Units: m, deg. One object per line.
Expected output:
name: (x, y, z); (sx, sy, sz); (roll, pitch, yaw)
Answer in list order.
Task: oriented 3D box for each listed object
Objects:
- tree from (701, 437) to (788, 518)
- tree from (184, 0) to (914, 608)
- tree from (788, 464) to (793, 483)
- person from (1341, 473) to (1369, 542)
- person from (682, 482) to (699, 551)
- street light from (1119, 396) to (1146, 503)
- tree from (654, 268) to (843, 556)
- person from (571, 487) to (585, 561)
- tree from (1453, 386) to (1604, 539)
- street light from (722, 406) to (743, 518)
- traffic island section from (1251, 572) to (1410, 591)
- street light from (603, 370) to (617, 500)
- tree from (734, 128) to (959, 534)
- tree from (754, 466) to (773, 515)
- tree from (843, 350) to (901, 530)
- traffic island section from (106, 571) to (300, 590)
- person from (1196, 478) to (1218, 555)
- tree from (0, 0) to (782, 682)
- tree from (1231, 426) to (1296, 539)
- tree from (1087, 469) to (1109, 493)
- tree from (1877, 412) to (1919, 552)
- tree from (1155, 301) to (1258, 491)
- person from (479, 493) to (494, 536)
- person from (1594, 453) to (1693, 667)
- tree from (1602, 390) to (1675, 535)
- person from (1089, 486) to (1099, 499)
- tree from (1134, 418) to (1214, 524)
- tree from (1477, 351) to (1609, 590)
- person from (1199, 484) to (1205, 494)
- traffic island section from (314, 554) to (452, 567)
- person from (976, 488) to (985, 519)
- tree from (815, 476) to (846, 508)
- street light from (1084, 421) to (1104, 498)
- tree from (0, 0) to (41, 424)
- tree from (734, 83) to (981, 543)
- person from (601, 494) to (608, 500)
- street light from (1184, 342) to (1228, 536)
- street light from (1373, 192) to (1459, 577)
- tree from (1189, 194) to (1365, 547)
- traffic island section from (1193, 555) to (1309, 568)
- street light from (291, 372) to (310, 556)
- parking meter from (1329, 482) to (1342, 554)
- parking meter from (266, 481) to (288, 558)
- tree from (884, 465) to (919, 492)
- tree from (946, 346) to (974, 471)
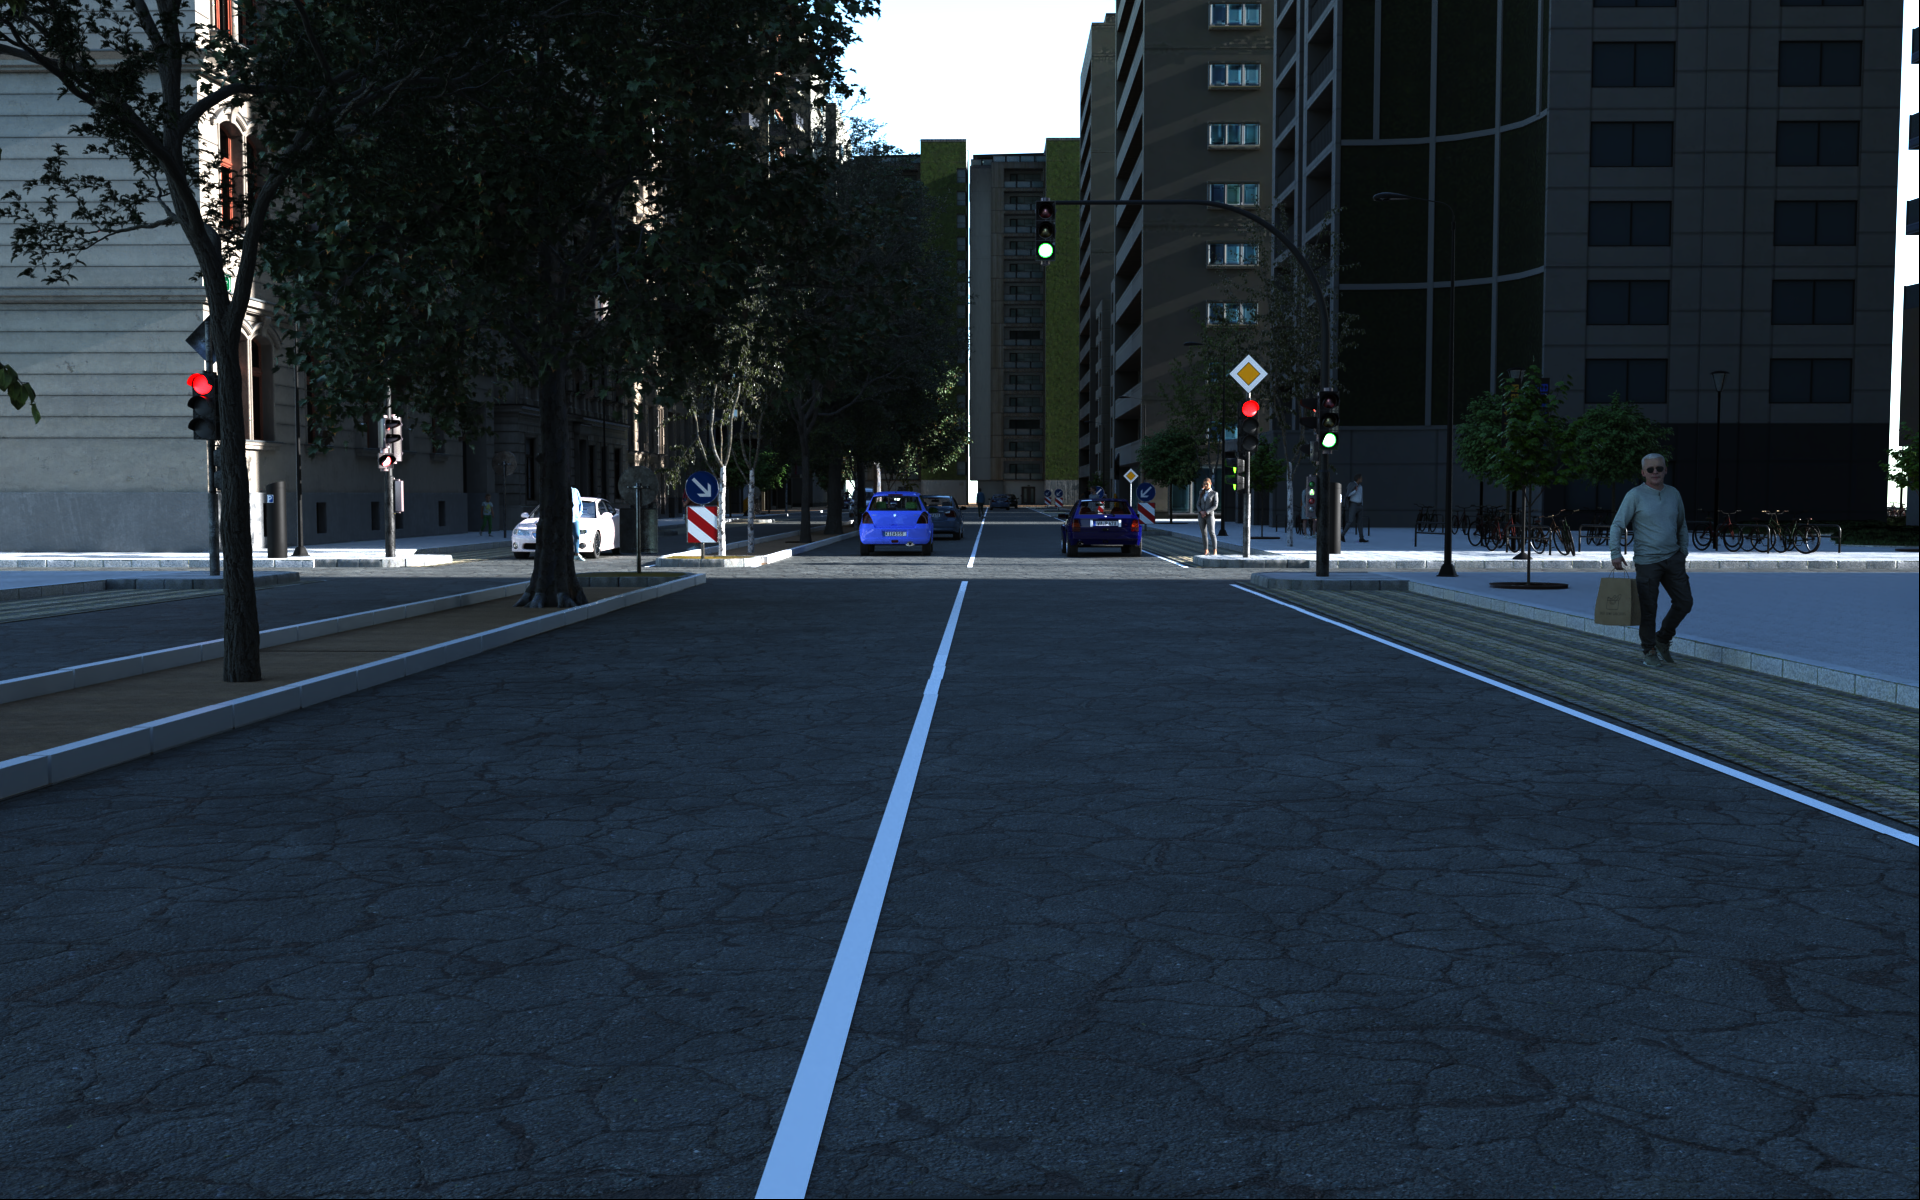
tree: (-12.579, -6.825, 95.304); (4.285, 4.588, 4.351); (0, 3, 0)
tree: (-5.169, -6.263, 21.870); (9.611, 12.733, 9.660); (0, 3, 0)
tree: (-12.566, -7.915, 113.122); (4.285, 4.588, 4.351); (0, 3, 0)
person: (10.497, -2.446, 46.143); (0.679, 1.850, 0.850); (-3, 5, -43)
person: (-6.828, -2.179, 44.108); (0.580, 1.828, 0.573); (3, 5, 42)
street light: (8.196, -6.693, 81.979); (1.470, 5.913, 1.316); (0, 4, 1)
tree: (-5.077, -5.452, 41.963); (4.360, 8.622, 3.978); (0, 3, 0)
person: (-8.339, -1.729, 37.027); (0.793, 1.790, 0.793); (2, 4, 27)
tree: (15.646, -4.017, 49.384); (4.285, 4.588, 4.351); (0, 3, 0)
street light: (-12.011, -7.293, 91.774); (1.470, 5.913, 1.316); (0, 4, 1)
traffic island section: (5.663, -0.289, 27.012); (2.009, 0.180, 2.903); (0, 4, 1)
street light: (-12.554, -5.579, 63.766); (1.470, 5.913, 1.316); (0, 4, 1)
tree: (-4.490, -9.294, 61.075); (9.857, 13.997, 8.962); (0, 3, 0)
tree: (-12.708, -6.929, 107.886); (1.663, 3.219, 1.824); (0, 3, 0)
tree: (-4.138, -7.078, 68.547); (4.360, 8.622, 3.978); (0, 3, 0)
traffic island section: (-11.775, -0.309, 27.334); (2.009, 0.180, 2.903); (0, 4, 1)
person: (5.488, -1.822, 38.563); (0.520, 1.790, 0.573); (1, 4, 19)
tree: (-5.447, -4.671, 13.248); (8.767, 10.594, 7.601); (0, 4, 1)
tree: (8.649, -3.371, 49.718); (1.663, 3.219, 1.824); (0, 3, 0)
tree: (10.391, -8.411, 132.117); (1.663, 3.219, 1.824); (0, 3, 0)
tree: (21.538, -2.703, 38.793); (1.663, 3.219, 1.824); (0, 3, 0)
tree: (9.548, -7.061, 65.810); (4.737, 8.622, 4.395); (0, 3, 0)
person: (-14.365, -2.585, 52.548); (0.590, 1.304, 0.306); (3, 5, 40)
person: (5.678, -0.331, 14.397); (0.782, 1.767, 0.515); (-1, 4, -10)
tree: (20.479, -4.322, 54.381); (4.285, 4.588, 4.351); (0, 3, 0)
person: (4.747, -3.220, 61.892); (0.466, 1.731, 0.760); (0, 4, 3)
tree: (9.183, -5.553, 74.512); (4.285, 4.588, 4.351); (0, 3, 0)
tree: (7.686, -1.773, 23.598); (1.663, 3.219, 1.824); (0, 3, 0)
person: (12.418, -5.011, 88.159); (0.466, 1.800, 0.511); (-3, 4, -37)
traffic island section: (-11.629, -0.797, 35.318); (2.009, 0.180, 2.903); (0, 4, 1)
person: (1.199, -5.630, 100.892); (0.601, 1.785, 0.444); (-1, 4, -20)
tree: (-12.273, -11.072, 164.739); (4.285, 4.588, 4.351); (0, 3, 0)
street light: (8.591, -8.407, 109.990); (1.470, 5.913, 1.316); (0, 4, 1)
tree: (-5.440, -3.317, 7.049); (4.737, 8.622, 4.395); (0, 3, 0)
tree: (-4.481, -8.394, 50.074); (12.009, 13.543, 11.850); (0, 3, 0)
person: (-13.762, -3.490, 67.384); (0.394, 1.301, 0.425); (-1, 4, -9)
street light: (7.516, -4.919, 52.962); (1.470, 5.913, 1.316); (0, 4, 1)
street light: (7.058, -3.321, 26.832); (1.470, 5.913, 1.316); (0, 4, 1)
tree: (7.912, -5.604, 41.986); (4.360, 8.622, 3.978); (0, 3, 0)
traffic island section: (5.809, -0.778, 34.996); (2.009, 0.180, 2.903); (0, 4, 1)
street light: (-13.104, -3.860, 35.646); (1.470, 5.913, 1.316); (0, 4, 1)
parking meter: (8.006, -1.764, 37.245); (0.372, 1.533, 0.369); (0, 3, 0)
parking meter: (-13.716, -1.612, 34.768); (0.372, 1.533, 0.369); (0, 3, 0)
tree: (-3.826, -8.619, 93.733); (4.737, 8.622, 4.395); (0, 3, 0)
tree: (-4.336, -9.543, 75.500); (9.611, 12.733, 9.660); (0, 3, 0)
